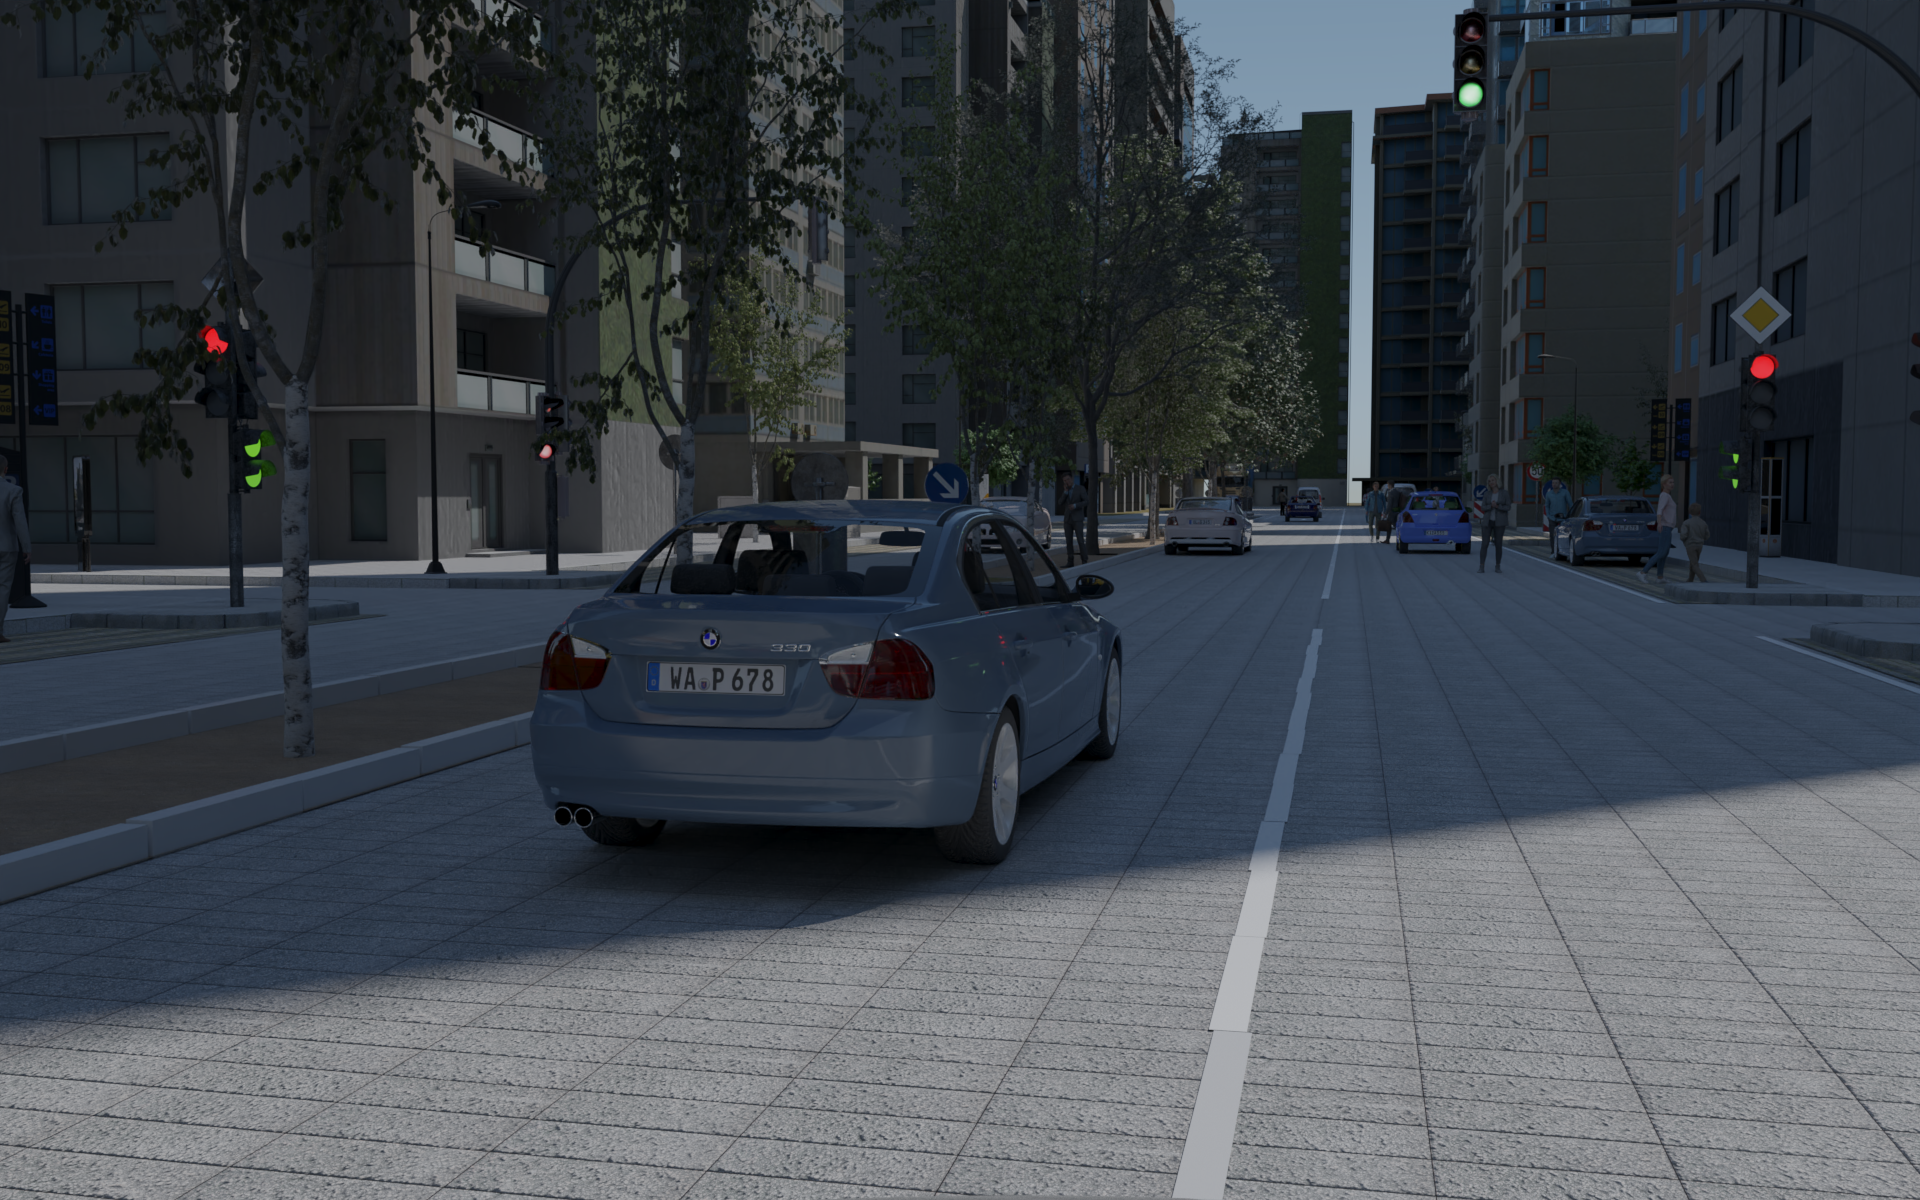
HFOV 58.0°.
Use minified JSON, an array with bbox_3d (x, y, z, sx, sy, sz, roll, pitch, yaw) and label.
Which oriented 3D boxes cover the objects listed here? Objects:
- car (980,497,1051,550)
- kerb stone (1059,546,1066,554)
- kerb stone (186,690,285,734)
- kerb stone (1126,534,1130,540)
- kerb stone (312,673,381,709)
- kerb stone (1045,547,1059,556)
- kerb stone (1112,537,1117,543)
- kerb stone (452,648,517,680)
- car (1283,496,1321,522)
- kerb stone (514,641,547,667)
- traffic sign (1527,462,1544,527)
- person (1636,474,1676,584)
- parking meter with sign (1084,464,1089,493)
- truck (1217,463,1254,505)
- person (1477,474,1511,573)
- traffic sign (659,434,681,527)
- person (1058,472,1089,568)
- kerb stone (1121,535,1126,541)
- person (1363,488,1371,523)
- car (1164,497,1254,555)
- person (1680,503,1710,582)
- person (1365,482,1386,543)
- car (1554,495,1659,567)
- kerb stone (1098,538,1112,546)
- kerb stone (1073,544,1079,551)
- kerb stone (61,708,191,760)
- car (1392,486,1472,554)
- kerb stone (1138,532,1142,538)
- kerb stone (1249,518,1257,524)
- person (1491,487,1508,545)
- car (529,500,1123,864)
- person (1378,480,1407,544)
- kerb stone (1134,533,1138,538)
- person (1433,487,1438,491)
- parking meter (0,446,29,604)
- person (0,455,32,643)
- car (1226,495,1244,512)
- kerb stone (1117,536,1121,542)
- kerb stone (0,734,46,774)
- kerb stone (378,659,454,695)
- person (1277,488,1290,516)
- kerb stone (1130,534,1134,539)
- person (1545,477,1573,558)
[{"bbox_3d":[1.148,-1.910,43.589,2.083,1.381,4.827,1,4,12],"label":"car"},{"bbox_3d":[2.333,-1.168,41.296,0.120,0.150,1.000,1,4,13],"label":"kerb stone"},{"bbox_3d":[-4.507,0.699,10.772,0.120,0.150,1.000,1,4,13],"label":"kerb stone"},{"bbox_3d":[5.030,-1.903,53.315,0.120,0.150,1.000,1,4,13],"label":"kerb stone"},{"bbox_3d":[-4.281,0.641,11.769,0.120,0.150,1.000,1,4,13],"label":"kerb stone"},{"bbox_3d":[2.107,-1.103,40.299,0.120,0.150,1.000,1,4,13],"label":"kerb stone"},{"bbox_3d":[4.363,-1.720,50.312,0.120,0.150,1.000,1,4,13],"label":"kerb stone"},{"bbox_3d":[-3.828,0.518,13.762,0.120,0.150,1.000,1,4,13],"label":"kerb stone"},{"bbox_3d":[17.818,-4.754,90.307,1.945,1.354,3.894,1,4,11],"label":"car"},{"bbox_3d":[-3.607,0.455,14.760,0.120,0.150,1.000,1,4,13],"label":"kerb stone"},{"bbox_3d":[22.231,-4.076,66.749,0.768,2.556,0.104,1,4,21],"label":"traffic sign"},{"bbox_3d":[11.056,-1.119,27.463,0.598,1.740,0.731,1,4,12],"label":"person"},{"bbox_3d":[7.521,-6.307,99.375,0.543,3.016,1.738,0,4,-4],"label":"parking meter with sign"},{"bbox_3d":[23.455,-9.713,147.715,2.839,4.237,11.283,1,4,14],"label":"truck"},{"bbox_3d":[9.719,-1.393,31.460,0.537,1.800,0.526,2,4,35],"label":"person"},{"bbox_3d":[-6.079,-2.251,36.917,0.768,2.556,0.104,1,4,16],"label":"traffic sign"},{"bbox_3d":[2.178,-1.525,33.233,0.655,1.846,0.447,2,4,33],"label":"person"},{"bbox_3d":[4.807,-1.841,52.318,0.120,0.150,1.000,1,4,13],"label":"kerb stone"},{"bbox_3d":[20.356,-4.711,86.369,0.563,1.720,0.643,2,4,34],"label":"person"},{"bbox_3d":[6.055,-1.816,42.053,2.083,1.381,4.827,1,4,13],"label":"car"},{"bbox_3d":[10.936,-0.798,25.818,0.475,1.303,0.640,-2,4,-24],"label":"person"},{"bbox_3d":[12.241,-2.578,50.988,0.601,1.785,0.444,1,4,17],"label":"person"},{"bbox_3d":[13.235,-1.428,35.357,2.014,1.417,4.499,1,4,13],"label":"car"},{"bbox_3d":[4.130,-1.655,49.317,0.120,0.150,1.000,1,4,13],"label":"kerb stone"},{"bbox_3d":[2.779,-1.291,43.305,0.120,0.150,1.000,1,4,13],"label":"kerb stone"},{"bbox_3d":[-4.732,0.760,9.770,0.120,0.150,1.000,1,4,13],"label":"kerb stone"},{"bbox_3d":[11.645,-2.024,42.686,1.945,1.707,3.694,1,4,12],"label":"car"},{"bbox_3d":[5.709,-2.087,56.324,0.120,0.150,1.000,1,4,13],"label":"kerb stone"},{"bbox_3d":[14.702,-3.956,86.872,0.120,0.150,1.000,1,4,13],"label":"kerb stone"},{"bbox_3d":[14.909,-2.403,48.139,0.444,1.785,0.601,-3,4,-37],"label":"person"},{"bbox_3d":[-0.352,0.237,8.135,2.014,1.417,4.499,1,4,14],"label":"car"},{"bbox_3d":[12.372,-2.502,49.378,0.822,1.834,0.622,2,4,31],"label":"person"},{"bbox_3d":[5.483,-2.026,55.315,0.120,0.150,1.000,1,4,13],"label":"kerb stone"},{"bbox_3d":[23.417,-4.693,85.459,0.478,1.798,0.641,-3,4,-39],"label":"person"},{"bbox_3d":[-11.115,-0.889,20.246,0.399,1.863,0.255,-3,4,-37],"label":"parking meter"},{"bbox_3d":[-9.232,-0.485,16.548,0.709,1.813,0.853,-1,4,-14],"label":"person"},{"bbox_3d":[20.229,-7.146,129.422,1.945,1.354,3.894,1,4,14],"label":"car"},{"bbox_3d":[4.580,-1.781,51.316,0.120,0.150,1.000,1,4,13],"label":"kerb stone"},{"bbox_3d":[-4.955,0.821,8.772,0.120,0.150,1.000,1,4,13],"label":"kerb stone"},{"bbox_3d":[-4.055,0.577,12.766,0.120,0.150,1.000,1,4,13],"label":"kerb stone"},{"bbox_3d":[21.348,-6.477,114.413,0.705,1.823,1.348,-2,4,-30],"label":"person"},{"bbox_3d":[5.251,-1.957,54.320,0.120,0.150,1.000,1,4,13],"label":"kerb stone"},{"bbox_3d":[13.388,-1.842,38.639,0.660,1.820,0.620,2,4,32],"label":"person"}]
